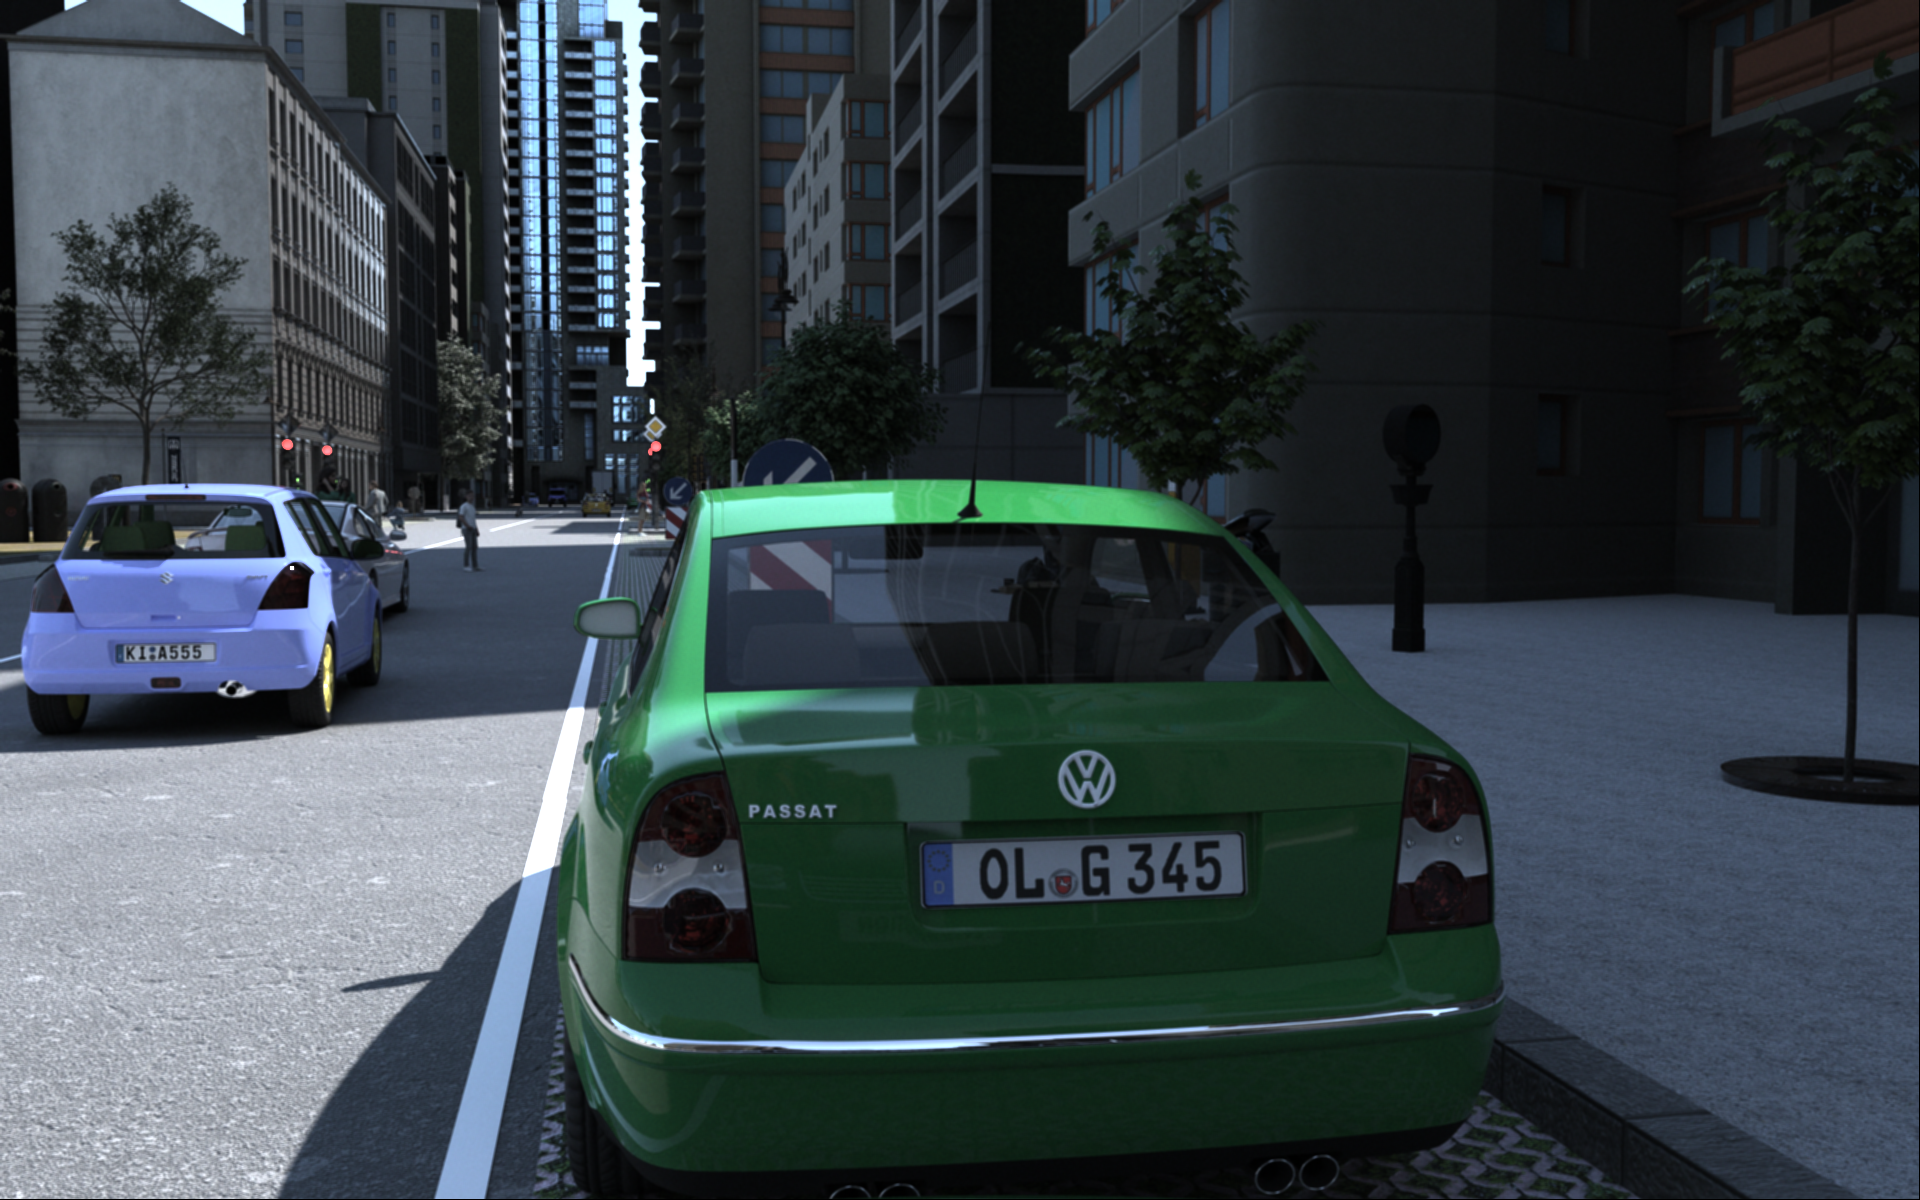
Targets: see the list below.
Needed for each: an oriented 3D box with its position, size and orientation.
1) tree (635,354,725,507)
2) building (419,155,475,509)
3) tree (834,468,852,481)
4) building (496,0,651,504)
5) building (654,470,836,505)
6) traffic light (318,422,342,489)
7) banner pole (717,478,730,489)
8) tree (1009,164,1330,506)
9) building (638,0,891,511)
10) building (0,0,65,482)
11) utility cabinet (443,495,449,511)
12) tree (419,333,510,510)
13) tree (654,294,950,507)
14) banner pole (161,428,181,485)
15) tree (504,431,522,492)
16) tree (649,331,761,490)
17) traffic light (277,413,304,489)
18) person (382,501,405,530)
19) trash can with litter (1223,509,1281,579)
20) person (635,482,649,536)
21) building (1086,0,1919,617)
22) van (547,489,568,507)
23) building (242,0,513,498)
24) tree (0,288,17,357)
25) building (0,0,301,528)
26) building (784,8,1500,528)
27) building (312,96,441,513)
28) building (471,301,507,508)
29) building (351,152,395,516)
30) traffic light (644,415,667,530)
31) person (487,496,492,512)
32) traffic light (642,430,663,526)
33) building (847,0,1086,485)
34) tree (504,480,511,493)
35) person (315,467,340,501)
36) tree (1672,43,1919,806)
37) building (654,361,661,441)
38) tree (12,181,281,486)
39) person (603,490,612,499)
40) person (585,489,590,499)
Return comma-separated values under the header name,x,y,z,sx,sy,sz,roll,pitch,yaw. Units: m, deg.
name,x,y,z,sx,sy,sz,roll,pitch,yaw
tree,-14.457,-8.558,90.283,4.737,8.622,4.395,0,3,0
building,-49.102,-22.924,146.503,14.160,30.474,14.107,-1,4,-11
tree,-3.294,-2.887,41.796,1.663,3.219,1.824,0,3,0
building,-57.762,-56.272,232.712,31.000,86.520,22.319,-1,4,-11
building,-26.742,-47.136,208.930,20.563,71.187,20.611,-1,4,-11
traffic light,-24.599,-4.811,67.580,0.839,4.253,0.868,-1,4,-11
banner pole,-13.020,-6.485,96.040,0.863,3.779,0.401,-1,4,-16
tree,1.408,-0.954,10.206,1.663,3.219,1.824,0,3,0
building,-12.923,-29.144,131.135,22.147,44.769,28.867,-1,4,-11
building,-45.767,-14.633,68.922,15.834,23.373,12.332,-1,4,-11
utility cabinet,-39.381,-7.433,132.698,0.306,1.237,1.020,-1,4,-10
tree,-40.566,-14.000,135.558,9.857,13.997,8.962,0,3,0
tree,-1.974,-2.734,28.413,4.285,4.588,4.351,0,3,0
banner pole,-30.012,-4.637,65.833,0.401,3.779,0.863,3,5,44
tree,-49.635,-14.523,187.815,4.360,8.622,3.978,0,3,0
tree,-11.134,-7.799,77.870,4.360,8.622,3.978,0,3,0
traffic light,-23.097,-4.331,59.737,0.839,4.253,0.868,-1,4,-11
person,-22.480,-3.359,68.926,1.012,1.151,0.738,-3,5,-40
trash can with litter,1.939,-0.120,13.346,0.624,1.170,1.055,-3,5,-44
person,-10.858,-3.104,59.231,0.573,1.828,0.580,-2,4,-35
building,18.065,-10.481,16.407,27.650,21.520,28.899,-1,4,-11
van,-44.685,-11.492,192.277,2.240,2.365,5.245,-1,4,-12
building,-67.264,-40.360,201.891,28.212,58.520,21.231,-1,4,-11
tree,-23.991,-5.462,39.671,4.360,8.622,3.978,0,3,0
building,-33.043,-13.829,75.258,9.793,20.994,18.267,-1,4,-11
building,6.829,-14.840,87.670,28.899,21.520,27.650,-1,4,-11
building,-42.707,-19.563,113.362,14.314,27.812,24.014,-1,4,-11
building,-59.161,-19.706,167.226,27.650,21.520,28.899,-1,4,-11
building,-36.684,-14.922,93.126,9.793,20.994,18.267,-1,4,-11
traffic light,-10.909,-4.475,62.079,0.839,4.253,0.868,-1,4,-11
person,-38.599,-7.879,141.998,0.373,1.253,0.362,-2,4,-24
traffic light,-12.412,-4.954,69.922,0.839,4.253,0.868,-1,4,-11
building,7.538,-37.181,46.168,20.563,71.187,20.611,-1,4,-11
tree,-51.251,-12.227,194.508,1.663,3.219,1.824,0,3,0
person,-8.535,-0.896,23.398,0.529,1.795,0.600,0,4,-1
tree,4.046,-0.788,7.491,1.663,3.219,1.824,0,3,0
building,-28.096,-24.346,243.091,28.899,21.520,27.650,-1,4,-11
tree,-23.762,-7.127,50.933,7.601,10.594,8.767,-3,5,-40
person,-37.066,-10.575,181.035,1.348,1.869,0.705,-1,4,-15
person,-27.384,-7.240,127.138,0.793,1.790,0.793,2,4,32
